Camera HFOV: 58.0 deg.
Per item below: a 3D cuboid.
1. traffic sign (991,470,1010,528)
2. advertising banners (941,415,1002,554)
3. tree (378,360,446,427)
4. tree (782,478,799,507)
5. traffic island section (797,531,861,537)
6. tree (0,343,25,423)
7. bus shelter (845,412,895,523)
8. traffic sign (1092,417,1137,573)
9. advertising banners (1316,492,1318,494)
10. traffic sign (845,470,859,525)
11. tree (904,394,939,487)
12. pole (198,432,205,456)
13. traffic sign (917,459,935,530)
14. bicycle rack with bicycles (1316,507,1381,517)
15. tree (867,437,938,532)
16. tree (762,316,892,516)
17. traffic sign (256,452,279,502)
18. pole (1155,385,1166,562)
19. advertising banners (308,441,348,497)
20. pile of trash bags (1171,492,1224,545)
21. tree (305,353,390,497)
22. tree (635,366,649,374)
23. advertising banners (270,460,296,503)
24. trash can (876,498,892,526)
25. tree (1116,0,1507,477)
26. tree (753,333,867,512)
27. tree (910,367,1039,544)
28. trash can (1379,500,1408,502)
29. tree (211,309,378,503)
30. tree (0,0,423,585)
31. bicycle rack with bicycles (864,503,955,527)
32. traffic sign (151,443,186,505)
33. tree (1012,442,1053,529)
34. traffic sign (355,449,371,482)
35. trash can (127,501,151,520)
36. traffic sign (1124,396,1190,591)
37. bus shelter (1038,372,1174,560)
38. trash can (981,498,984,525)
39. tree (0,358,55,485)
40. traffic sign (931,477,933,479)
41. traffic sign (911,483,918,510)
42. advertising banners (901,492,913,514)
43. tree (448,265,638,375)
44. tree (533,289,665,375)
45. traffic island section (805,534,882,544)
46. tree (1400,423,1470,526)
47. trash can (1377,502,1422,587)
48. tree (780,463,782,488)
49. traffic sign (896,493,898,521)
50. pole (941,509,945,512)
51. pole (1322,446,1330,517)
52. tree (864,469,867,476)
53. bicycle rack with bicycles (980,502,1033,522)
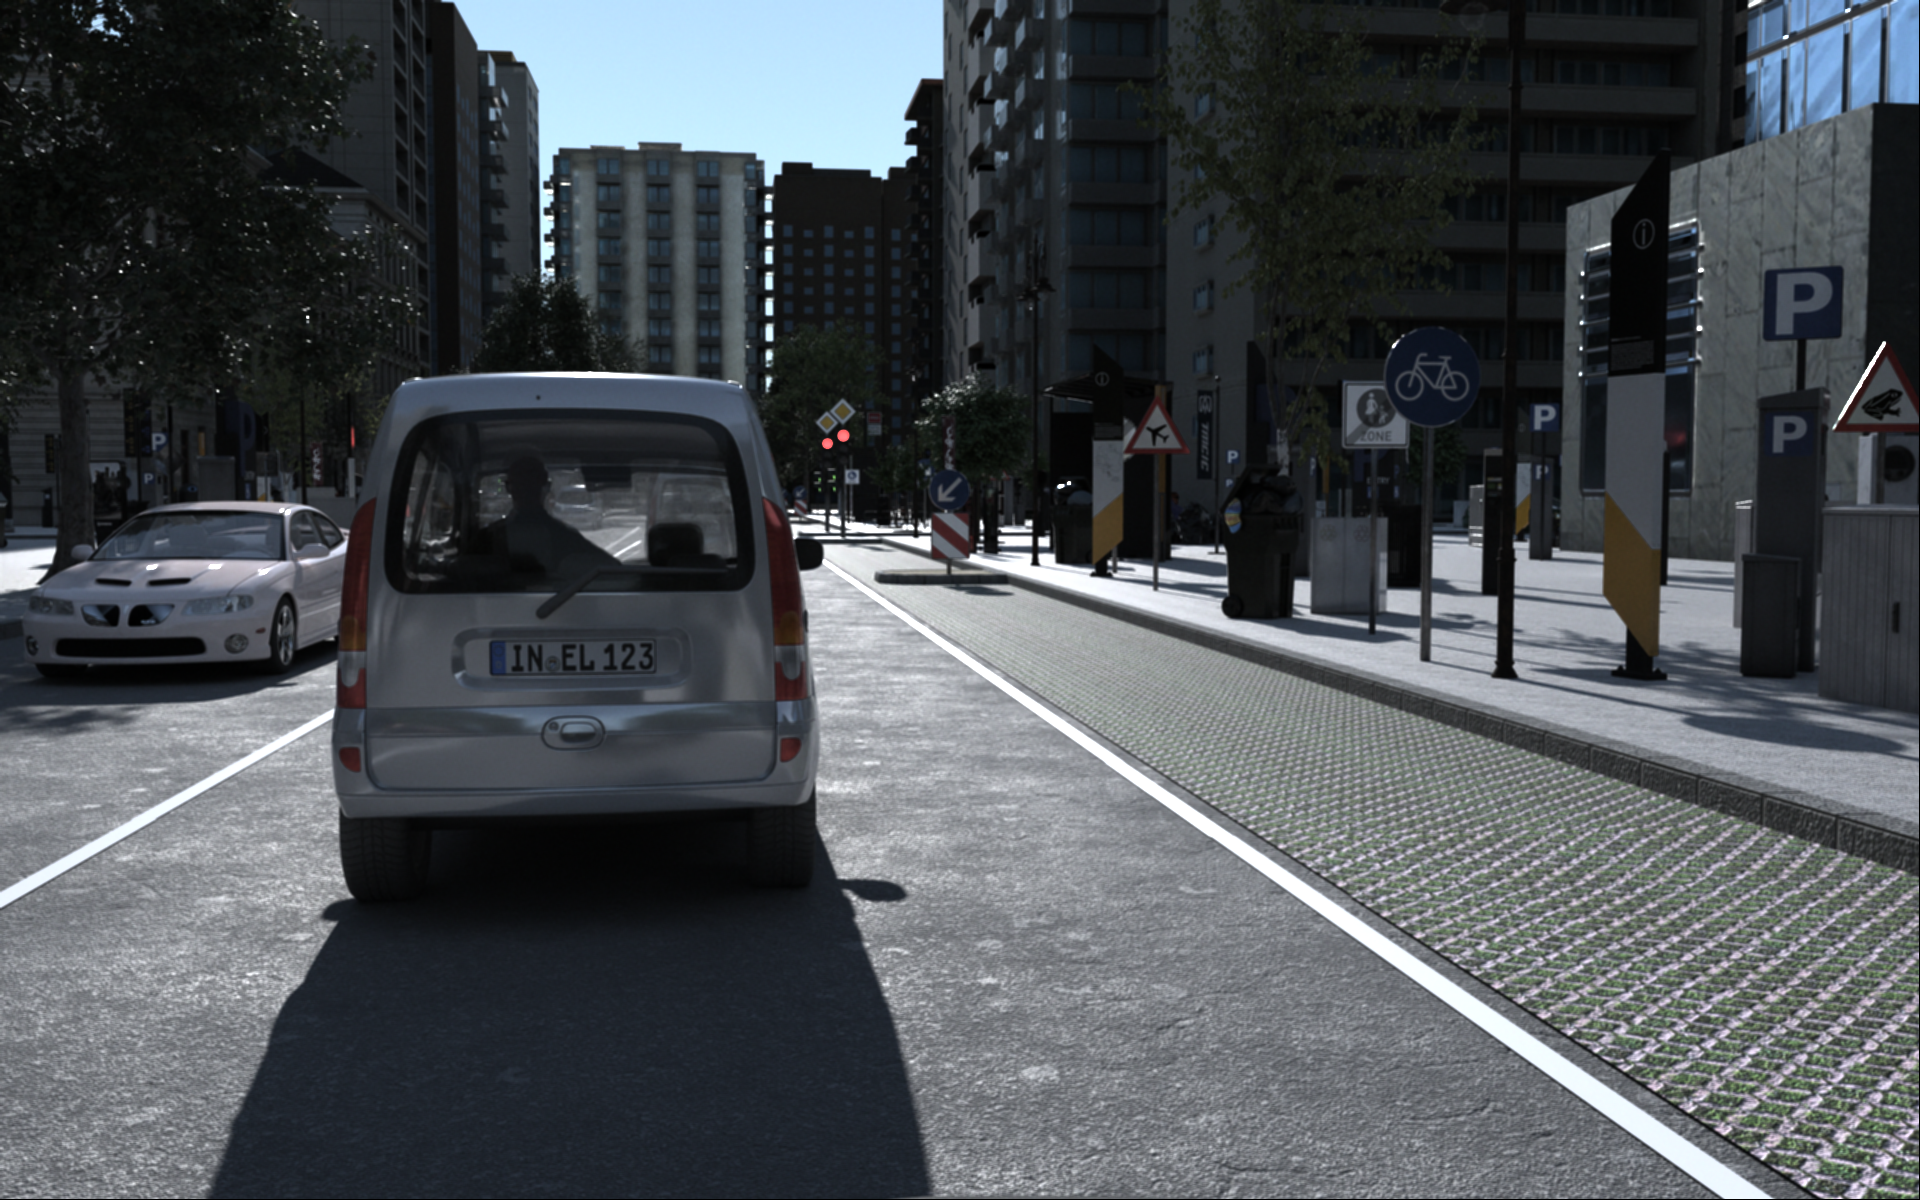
[{"bbox_3d":[1.454,-4.022,65.765,0.884,2.594,0.081,0,4,-2],"label":"traffic sign"},{"bbox_3d":[0.222,-2.544,37.776,0.090,3.025,2.074,-3,4,-37],"label":"advertising banners"},{"bbox_3d":[-29.964,-8.850,95.059,4.737,8.622,4.395,0,3,0],"label":"tree"},{"bbox_3d":[-17.352,-11.187,177.502,1.663,3.219,1.824,0,3,0],"label":"tree"},{"bbox_3d":[-4.472,-2.229,58.729,2.009,0.180,2.903,0,4,-8],"label":"traffic island section"},{"bbox_3d":[-21.403,-5.299,37.005,4.737,8.622,4.395,0,3,0],"label":"tree"},{"bbox_3d":[-4.548,-6.396,82.199,2.179,5.291,8.768,0,4,-8],"label":"bus shelter"},{"bbox_3d":[2.524,-1.717,28.175,0.768,2.556,0.104,0,4,-4],"label":"traffic sign"},{"bbox_3d":[13.861,-4.643,72.105,2.074,3.025,0.090,2,4,26],"label":"advertising banners"},{"bbox_3d":[-4.510,-4.302,72.466,0.606,2.300,0.079,0,4,-1],"label":"traffic sign"},{"bbox_3d":[-2.340,-10.881,128.269,4.737,8.622,4.395,0,3,0],"label":"tree"},{"bbox_3d":[-25.117,-3.889,57.434,0.158,3.312,0.155,0,3,0],"label":"pole"},{"bbox_3d":[-1.270,-3.822,62.594,0.768,2.556,0.104,0,4,-1],"label":"traffic sign"},{"bbox_3d":[10.807,-2.095,47.641,2.852,0.926,2.925,2,4,30],"label":"bicycle rack with bicycles"},{"bbox_3d":[-1.841,-3.906,58.468,1.663,3.219,1.824,0,3,0],"label":"tree"},{"bbox_3d":[-7.906,-10.809,102.478,9.928,11.665,9.643,0,3,0],"label":"tree"},{"bbox_3d":[-16.863,-2.446,42.126,0.606,2.300,0.079,0,4,0],"label":"traffic sign"},{"bbox_3d":[3.756,-2.366,32.532,0.158,3.312,0.155,0,3,0],"label":"pole"},{"bbox_3d":[-21.023,-3.809,58.471,0.090,3.025,2.074,3,4,38],"label":"advertising banners"},{"bbox_3d":[6.639,-2.150,44.909,3.447,1.369,1.912,-2,4,-32],"label":"pile of trash bags"},{"bbox_3d":[-29.414,-8.108,82.930,4.360,8.622,3.978,0,3,0],"label":"tree"},{"bbox_3d":[-32.390,-16.268,172.634,9.857,13.997,8.962,0,3,0],"label":"tree"},{"bbox_3d":[-33.073,-5.444,85.199,2.074,3.025,0.090,-1,4,-22],"label":"advertising banners"},{"bbox_3d":[-3.101,-3.599,70.501,0.748,1.137,0.748,0,3,0],"label":"trash can"},{"bbox_3d":[4.019,-4.265,20.092,4.737,8.622,4.395,0,3,0],"label":"tree"},{"bbox_3d":[-10.746,-12.526,121.813,9.611,12.733,9.660,0,3,0],"label":"tree"},{"bbox_3d":[0.393,-3.750,45.026,4.285,4.588,4.351,0,3,0],"label":"tree"},{"bbox_3d":[10.891,-1.950,43.541,0.748,1.137,0.748,0,3,0],"label":"trash can"},{"bbox_3d":[-24.395,-6.840,62.196,4.737,8.622,4.395,0,3,0],"label":"tree"},{"bbox_3d":[-12.704,-6.581,24.605,9.611,12.733,9.660,0,3,0],"label":"tree"},{"bbox_3d":[-2.273,-3.308,67.467,2.852,0.926,2.925,3,5,44],"label":"bicycle rack with bicycles"},{"bbox_3d":[-17.996,-2.337,39.402,0.795,2.450,0.064,0,4,-3],"label":"traffic sign"},{"bbox_3d":[3.005,-4.248,64.050,1.663,3.219,1.824,0,3,0],"label":"tree"},{"bbox_3d":[-16.815,-2.982,48.865,0.768,2.556,0.104,0,4,-1],"label":"traffic sign"},{"bbox_3d":[-17.060,-1.470,35.683,0.748,1.137,0.748,0,3,0],"label":"trash can"},{"bbox_3d":[2.599,-1.403,22.950,0.884,2.594,0.081,0,4,-4],"label":"traffic sign"},{"bbox_3d":[2.946,-2.769,36.550,1.731,3.624,6.357,0,4,-8],"label":"bus shelter"},{"bbox_3d":[1.198,-3.539,69.514,0.748,1.137,0.748,0,3,0],"label":"trash can"},{"bbox_3d":[-25.484,-5.793,45.073,4.360,8.622,3.978,0,3,0],"label":"tree"},{"bbox_3d":[-1.170,-5.023,84.263,0.606,2.300,0.079,0,4,-3],"label":"traffic sign"},{"bbox_3d":[-2.189,-4.659,78.302,0.606,2.300,0.079,0,4,-2],"label":"traffic sign"},{"bbox_3d":[-3.599,-7.097,112.223,2.074,3.025,0.090,3,4,37],"label":"advertising banners"},{"bbox_3d":[-20.912,-10.391,86.904,9.611,12.733,9.660,0,3,0],"label":"tree"},{"bbox_3d":[-22.261,-11.800,103.296,12.009,13.543,11.850,0,3,0],"label":"tree"},{"bbox_3d":[-3.405,-1.745,50.815,2.009,0.180,2.903,0,4,-8],"label":"traffic island section"},{"bbox_3d":[18.862,-5.259,69.699,4.285,4.588,4.351,0,3,0],"label":"tree"},{"bbox_3d":[6.150,-0.754,23.985,0.748,1.137,0.748,0,3,0],"label":"trash can"},{"bbox_3d":[-20.470,-15.992,195.876,7.601,10.594,8.767,-1,4,-16],"label":"tree"},{"bbox_3d":[-2.982,-5.014,82.088,0.768,2.556,0.104,0,4,0],"label":"traffic sign"},{"bbox_3d":[-0.710,-4.839,72.957,0.158,3.312,0.155,0,3,0],"label":"pole"},{"bbox_3d":[15.274,-4.812,72.511,0.158,3.312,0.155,0,3,0],"label":"pole"},{"bbox_3d":[-2.489,-4.252,64.127,1.663,3.219,1.824,0,3,0],"label":"tree"},{"bbox_3d":[2.078,-3.980,78.455,2.852,0.926,2.925,3,5,39],"label":"bicycle rack with bicycles"}]
